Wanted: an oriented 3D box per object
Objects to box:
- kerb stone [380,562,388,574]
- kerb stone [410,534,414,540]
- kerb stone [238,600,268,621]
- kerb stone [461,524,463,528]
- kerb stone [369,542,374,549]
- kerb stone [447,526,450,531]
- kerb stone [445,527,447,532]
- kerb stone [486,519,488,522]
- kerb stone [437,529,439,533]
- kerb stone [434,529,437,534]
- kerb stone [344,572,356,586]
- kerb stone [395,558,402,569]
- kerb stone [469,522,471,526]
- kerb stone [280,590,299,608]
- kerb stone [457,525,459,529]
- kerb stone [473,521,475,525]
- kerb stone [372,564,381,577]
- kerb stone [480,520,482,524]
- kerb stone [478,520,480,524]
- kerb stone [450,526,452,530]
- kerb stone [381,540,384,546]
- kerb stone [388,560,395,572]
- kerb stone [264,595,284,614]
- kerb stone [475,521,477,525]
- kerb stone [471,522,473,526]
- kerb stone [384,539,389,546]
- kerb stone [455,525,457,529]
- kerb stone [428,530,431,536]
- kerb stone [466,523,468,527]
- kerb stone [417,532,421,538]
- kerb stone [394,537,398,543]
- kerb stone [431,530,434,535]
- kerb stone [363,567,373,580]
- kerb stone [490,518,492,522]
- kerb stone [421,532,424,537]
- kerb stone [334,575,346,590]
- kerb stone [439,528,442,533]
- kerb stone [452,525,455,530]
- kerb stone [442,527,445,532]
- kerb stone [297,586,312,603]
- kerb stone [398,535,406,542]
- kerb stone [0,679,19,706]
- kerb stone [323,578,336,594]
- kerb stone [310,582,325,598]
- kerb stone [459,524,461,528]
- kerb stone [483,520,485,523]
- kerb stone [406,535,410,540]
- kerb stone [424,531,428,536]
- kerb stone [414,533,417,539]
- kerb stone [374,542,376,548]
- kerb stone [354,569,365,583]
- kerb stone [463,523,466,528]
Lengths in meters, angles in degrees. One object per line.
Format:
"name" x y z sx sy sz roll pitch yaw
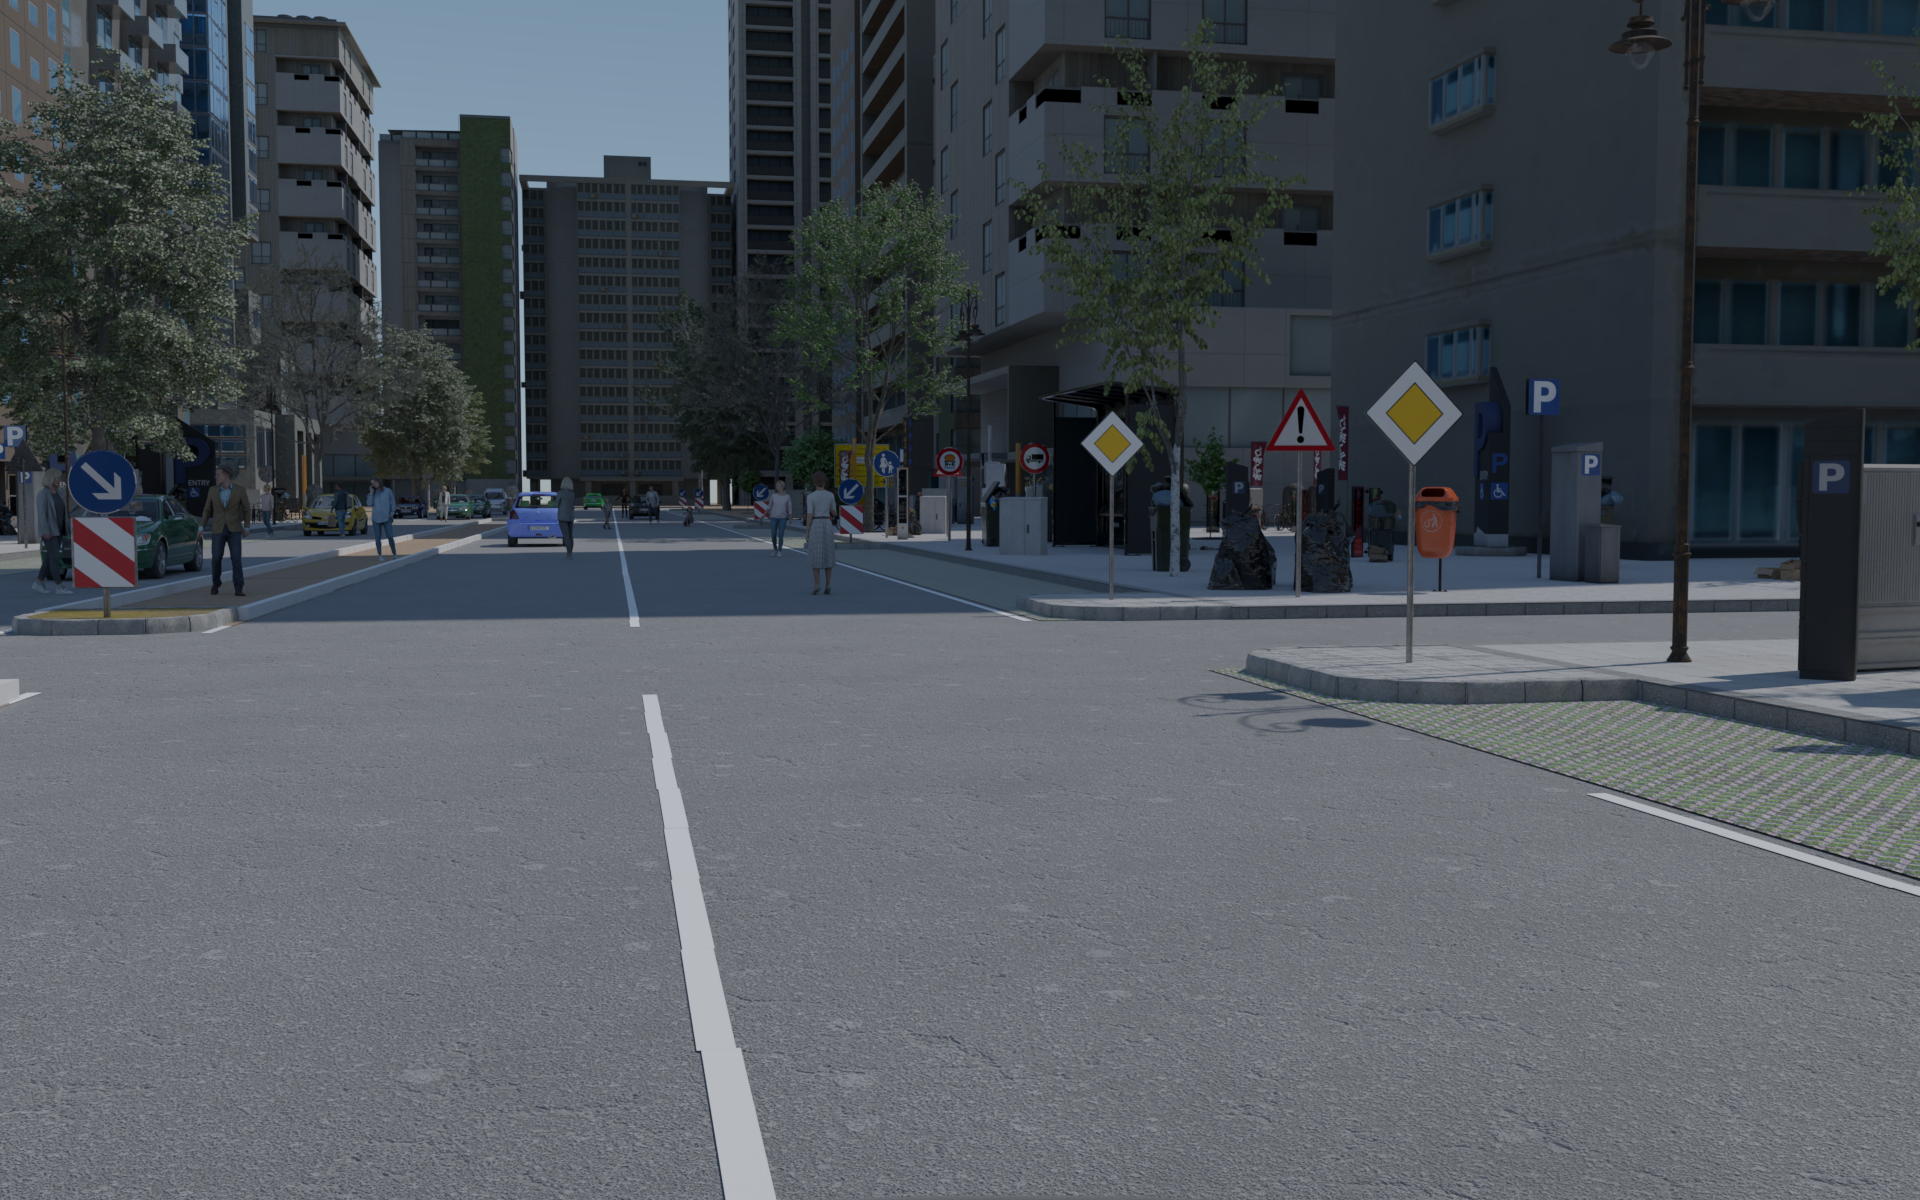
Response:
"kerb stone" -10.443 -0.546 31.118 0.120 0.150 1.000 -1 4 -11
"kerb stone" -17.173 -1.935 53.829 0.120 0.150 1.000 -1 4 -11
"kerb stone" -8.206 0.131 20.053 0.120 0.150 1.000 -1 4 -11
"kerb stone" -20.827 -3.040 71.906 0.120 0.150 1.000 -1 4 -11
"kerb stone" -15.344 -1.374 44.777 0.120 0.150 1.000 -1 4 -11
"kerb stone" -19.610 -2.672 65.888 0.120 0.150 1.000 -1 4 -11
"kerb stone" -19.411 -2.611 64.885 0.120 0.150 1.000 -1 4 -11
"kerb stone" -23.675 -3.901 85.980 0.120 0.150 1.000 -1 4 -11
"kerb stone" -18.798 -2.426 61.865 0.120 0.150 1.000 -1 4 -11
"kerb stone" -18.594 -2.365 60.856 0.120 0.150 1.000 -1 4 -11
"kerb stone" -9.628 -0.299 27.086 0.120 0.150 1.000 -1 4 -11
"kerb stone" -10.848 -0.669 33.132 0.120 0.150 1.000 -1 4 -11
"kerb stone" -21.636 -3.286 75.933 0.120 0.150 1.000 -1 4 -11
"kerb stone" -8.610 0.008 22.064 0.120 0.150 1.000 -1 4 -11
"kerb stone" -20.421 -2.916 69.896 0.120 0.150 1.000 -1 4 -11
"kerb stone" -22.055 -3.401 77.940 0.120 0.150 1.000 -1 4 -11
"kerb stone" -10.234 -0.484 30.114 0.120 0.150 1.000 -1 4 -11
"kerb stone" -22.858 -3.651 81.957 0.120 0.150 1.000 -1 4 -11
"kerb stone" -22.652 -3.594 80.955 0.120 0.150 1.000 -1 4 -11
"kerb stone" -19.810 -2.734 66.890 0.120 0.150 1.000 -1 4 -11
"kerb stone" -15.760 -1.503 46.789 0.120 0.150 1.000 -1 4 -11
"kerb stone" -10.645 -0.607 32.126 0.120 0.150 1.000 -1 4 -11
"kerb stone" -8.410 0.071 21.055 0.120 0.150 1.000 -1 4 -11
"kerb stone" -22.250 -3.471 78.943 0.120 0.150 1.000 -1 4 -11
"kerb stone" -21.846 -3.345 76.934 0.120 0.150 1.000 -1 4 -11
"kerb stone" -15.949 -1.566 47.794 0.120 0.150 1.000 -1 4 -11
"kerb stone" -20.222 -2.856 68.893 0.120 0.150 1.000 -1 4 -11
"kerb stone" -18.191 -2.242 58.846 0.120 0.150 1.000 -1 4 -11
"kerb stone" -21.232 -3.159 73.926 0.120 0.150 1.000 -1 4 -11
"kerb stone" -17.578 -2.054 55.836 0.120 0.150 1.000 -1 4 -11
"kerb stone" -16.365 -1.688 49.796 0.120 0.150 1.000 -1 4 -11
"kerb stone" -18.390 -2.302 59.851 0.120 0.150 1.000 -1 4 -11
"kerb stone" -10.031 -0.422 29.103 0.120 0.150 1.000 -1 4 -11
"kerb stone" -24.284 -4.085 88.993 0.120 0.150 1.000 -1 4 -11
"kerb stone" -17.784 -2.117 56.837 0.120 0.150 1.000 -1 4 -11
"kerb stone" -9.429 -0.237 26.075 0.120 0.150 1.000 -1 4 -11
"kerb stone" -18.995 -2.488 62.868 0.120 0.150 1.000 -1 4 -11
"kerb stone" -20.015 -2.795 67.892 0.120 0.150 1.000 -1 4 -11
"kerb stone" -19.208 -2.550 63.883 0.120 0.150 1.000 -1 4 -11
"kerb stone" -8.810 -0.050 23.070 0.120 0.150 1.000 -1 4 -11
"kerb stone" -16.769 -1.812 51.820 0.120 0.150 1.000 -1 4 -11
"kerb stone" -6.490 0.653 11.519 0.120 0.150 1.000 -1 4 -11
"kerb stone" -9.212 -0.176 25.076 0.120 0.150 1.000 -1 4 -11
"kerb stone" -9.012 -0.115 24.072 0.120 0.150 1.000 -1 4 -11
"kerb stone" -20.621 -2.979 70.904 0.120 0.150 1.000 -1 4 -11
"kerb stone" -23.264 -3.777 83.970 0.120 0.150 1.000 -1 4 -11
"kerb stone" -16.978 -1.871 52.821 0.120 0.150 1.000 -1 4 -11
"kerb stone" -17.980 -2.180 57.841 0.120 0.150 1.000 -1 4 -11
"kerb stone" -17.374 -1.996 54.833 0.120 0.150 1.000 -1 4 -11
"kerb stone" -15.545 -1.442 45.779 0.120 0.150 1.000 -1 4 -11
"kerb stone" -9.823 -0.361 28.090 0.120 0.150 1.000 -1 4 -11
"kerb stone" -21.028 -3.100 72.911 0.120 0.150 1.000 -1 4 -11
